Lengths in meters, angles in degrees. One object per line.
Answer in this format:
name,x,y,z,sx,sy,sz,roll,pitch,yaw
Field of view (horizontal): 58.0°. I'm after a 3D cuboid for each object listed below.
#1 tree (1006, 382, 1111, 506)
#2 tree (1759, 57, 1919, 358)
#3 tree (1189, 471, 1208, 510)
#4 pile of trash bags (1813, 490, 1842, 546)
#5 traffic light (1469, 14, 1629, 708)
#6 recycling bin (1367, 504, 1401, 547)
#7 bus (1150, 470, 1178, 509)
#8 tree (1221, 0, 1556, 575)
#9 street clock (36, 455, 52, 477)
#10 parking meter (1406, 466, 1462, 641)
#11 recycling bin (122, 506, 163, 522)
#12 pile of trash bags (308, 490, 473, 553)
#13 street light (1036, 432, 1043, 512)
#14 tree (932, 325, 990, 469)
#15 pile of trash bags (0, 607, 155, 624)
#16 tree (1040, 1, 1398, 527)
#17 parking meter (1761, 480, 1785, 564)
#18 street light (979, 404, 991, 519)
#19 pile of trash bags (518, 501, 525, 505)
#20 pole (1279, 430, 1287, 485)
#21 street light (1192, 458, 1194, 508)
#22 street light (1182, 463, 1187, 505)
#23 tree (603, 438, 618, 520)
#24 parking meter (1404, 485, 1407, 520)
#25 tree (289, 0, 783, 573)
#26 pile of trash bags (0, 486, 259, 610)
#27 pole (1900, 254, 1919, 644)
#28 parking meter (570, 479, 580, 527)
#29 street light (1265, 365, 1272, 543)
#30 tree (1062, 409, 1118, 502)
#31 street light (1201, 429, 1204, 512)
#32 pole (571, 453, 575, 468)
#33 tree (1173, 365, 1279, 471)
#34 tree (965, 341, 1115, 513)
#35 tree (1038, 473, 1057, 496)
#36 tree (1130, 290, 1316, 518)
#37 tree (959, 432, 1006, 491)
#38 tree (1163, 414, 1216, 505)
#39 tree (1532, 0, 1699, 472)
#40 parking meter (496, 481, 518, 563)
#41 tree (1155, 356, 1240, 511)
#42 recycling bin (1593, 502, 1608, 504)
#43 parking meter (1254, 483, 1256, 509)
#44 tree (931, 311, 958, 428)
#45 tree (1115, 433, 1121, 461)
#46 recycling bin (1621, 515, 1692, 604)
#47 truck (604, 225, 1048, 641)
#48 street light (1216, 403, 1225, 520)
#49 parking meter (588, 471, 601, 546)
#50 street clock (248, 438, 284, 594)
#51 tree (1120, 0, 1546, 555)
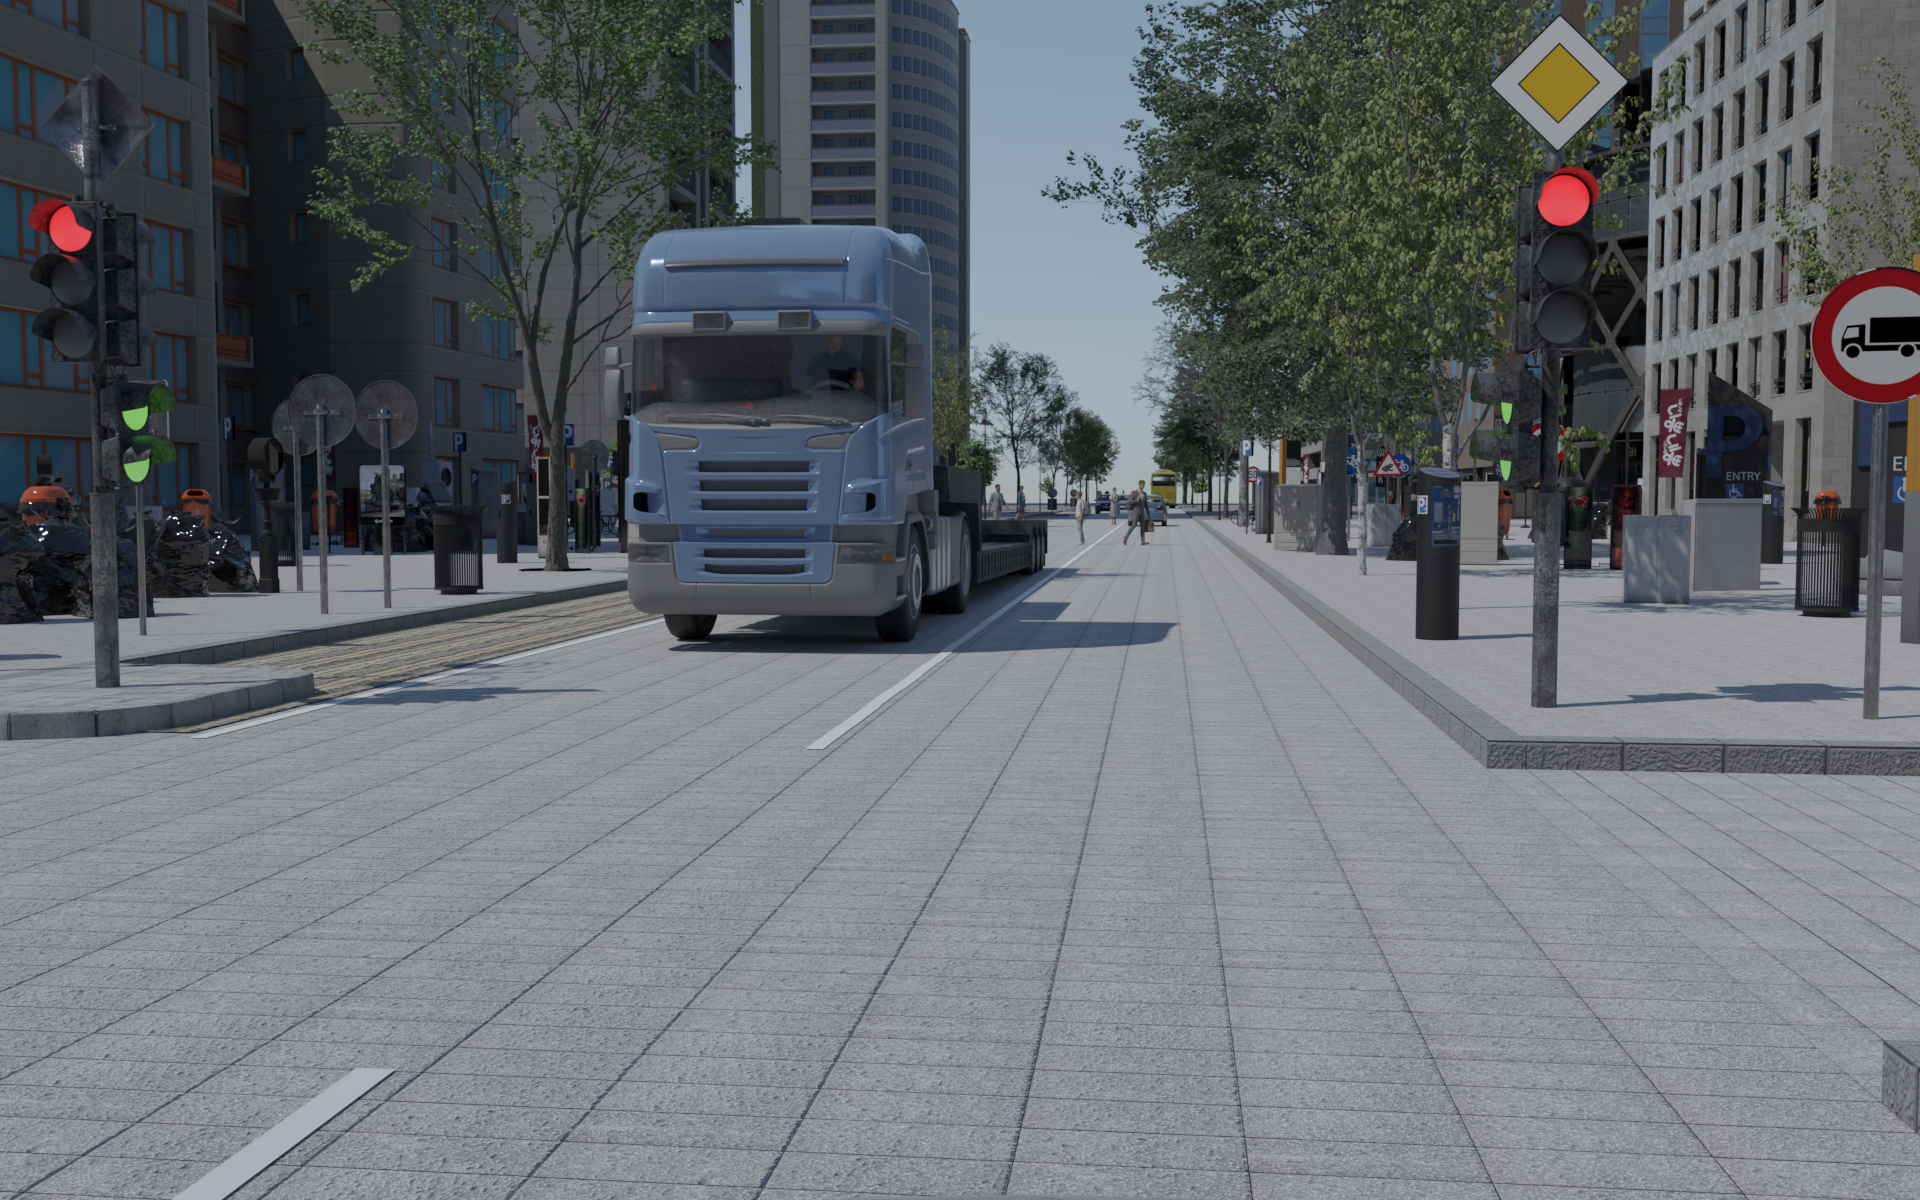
tree,7.787,-12.824,144.085,8.767,10.594,7.601,-2,4,-29
tree,15.465,-4.743,27.904,4.737,8.622,4.395,0,3,0
tree,19.925,-9.042,142.437,1.663,3.219,1.824,0,3,0
pile of trash bags,22.525,-1.970,41.962,3.447,1.369,1.912,3,5,40
traffic light,3.504,-1.310,10.335,0.839,4.253,0.868,0,4,7
recycling bin,10.357,-1.831,42.484,0.722,1.027,0.722,0,4,-3
bus,20.582,-11.214,174.888,2.896,3.916,12.252,0,4,7
tree,6.234,-4.682,26.906,4.737,8.622,4.395,0,3,0
street clock,-16.908,-1.679,32.024,0.358,2.002,0.471,-2,4,-31
parking meter,4.226,-0.421,15.297,0.372,1.533,0.369,0,3,0
recycling bin,-17.299,-1.469,36.574,0.722,1.027,0.722,-3,4,-38
pile of trash bags,-12.732,-1.764,38.591,3.447,1.369,1.912,-3,5,-39
street light,5.868,-9.423,126.848,0.468,5.910,1.993,0,4,7
tree,-0.543,-7.600,74.630,4.737,8.622,4.395,0,3,0
pile of trash bags,-10.143,-0.473,17.481,1.912,1.369,3.447,3,5,45
tree,9.914,-12.971,67.966,12.611,20.169,13.585,0,3,0
parking meter,14.928,-1.430,31.799,0.372,1.533,0.369,0,3,0
street light,1.276,-7.041,87.906,0.468,5.910,1.993,0,4,7
pile of trash bags,-18.421,-3.780,71.551,1.912,1.369,3.447,1,4,14
pole,9.270,-3.420,49.765,0.158,3.312,0.155,0,3,0
street light,21.612,-11.487,160.606,0.468,5.910,1.993,0,4,7
street light,31.216,-16.502,242.591,0.468,5.910,1.993,0,4,7
tree,-16.492,-6.252,85.934,4.285,4.588,4.351,0,3,0
parking meter,12.837,-2.502,49.322,0.372,1.533,0.369,0,3,0
tree,-6.764,-6.273,28.322,9.928,11.665,9.643,0,3,0
pile of trash bags,-10.326,-0.716,21.464,1.912,1.369,3.447,1,4,9
pole,8.203,-1.281,14.789,0.158,3.312,0.155,0,3,0
parking meter,-14.812,-3.723,66.583,0.399,1.863,0.255,0,4,7
street light,8.129,-4.441,45.402,0.468,5.910,1.993,0,4,7
tree,17.360,-19.197,232.002,7.486,12.596,7.792,0,3,0
street light,17.063,-9.105,121.659,0.468,5.910,1.993,0,4,7
pole,-19.234,-5.647,86.172,0.158,3.312,0.155,0,3,0
tree,17.184,-10.732,109.884,7.601,10.594,8.767,-3,4,-37
tree,3.890,-11.764,118.090,9.928,11.665,9.643,0,3,0
tree,7.695,-9.775,154.427,1.663,3.219,1.824,0,3,0
tree,14.201,-11.096,91.782,12.009,13.543,11.850,0,3,0
tree,0.777,-6.588,91.425,4.285,4.588,4.351,0,3,0
tree,28.396,-17.452,211.087,9.928,11.665,9.643,0,3,0
tree,5.464,-4.189,18.848,4.737,8.622,4.395,0,3,0
parking meter,-8.415,-1.452,32.155,0.372,1.533,0.369,0,3,0
tree,18.314,-12.858,128.361,7.486,12.596,7.792,0,3,0
recycling bin,19.541,-2.508,53.559,0.722,1.027,0.722,0,4,-5
parking meter,14.455,-4.789,84.009,0.399,1.863,0.255,0,4,5
tree,-2.224,-7.041,65.475,4.360,8.622,3.978,0,3,0
tree,19.267,-19.538,245.206,9.928,11.665,9.643,0,3,0
recycling bin,8.286,-0.494,20.629,0.722,1.027,0.722,1,4,19
truck,-0.724,-2.088,23.892,2.967,4.110,18.799,0,4,7
street light,12.664,-6.823,84.350,0.468,5.910,1.993,0,4,7
parking meter,-8.986,-2.256,42.593,0.255,1.863,0.399,-1,4,-17
street clock,-8.948,-1.089,22.382,0.358,2.002,0.471,1,4,11
tree,7.861,-7.928,36.283,9.857,13.997,8.962,0,3,0
